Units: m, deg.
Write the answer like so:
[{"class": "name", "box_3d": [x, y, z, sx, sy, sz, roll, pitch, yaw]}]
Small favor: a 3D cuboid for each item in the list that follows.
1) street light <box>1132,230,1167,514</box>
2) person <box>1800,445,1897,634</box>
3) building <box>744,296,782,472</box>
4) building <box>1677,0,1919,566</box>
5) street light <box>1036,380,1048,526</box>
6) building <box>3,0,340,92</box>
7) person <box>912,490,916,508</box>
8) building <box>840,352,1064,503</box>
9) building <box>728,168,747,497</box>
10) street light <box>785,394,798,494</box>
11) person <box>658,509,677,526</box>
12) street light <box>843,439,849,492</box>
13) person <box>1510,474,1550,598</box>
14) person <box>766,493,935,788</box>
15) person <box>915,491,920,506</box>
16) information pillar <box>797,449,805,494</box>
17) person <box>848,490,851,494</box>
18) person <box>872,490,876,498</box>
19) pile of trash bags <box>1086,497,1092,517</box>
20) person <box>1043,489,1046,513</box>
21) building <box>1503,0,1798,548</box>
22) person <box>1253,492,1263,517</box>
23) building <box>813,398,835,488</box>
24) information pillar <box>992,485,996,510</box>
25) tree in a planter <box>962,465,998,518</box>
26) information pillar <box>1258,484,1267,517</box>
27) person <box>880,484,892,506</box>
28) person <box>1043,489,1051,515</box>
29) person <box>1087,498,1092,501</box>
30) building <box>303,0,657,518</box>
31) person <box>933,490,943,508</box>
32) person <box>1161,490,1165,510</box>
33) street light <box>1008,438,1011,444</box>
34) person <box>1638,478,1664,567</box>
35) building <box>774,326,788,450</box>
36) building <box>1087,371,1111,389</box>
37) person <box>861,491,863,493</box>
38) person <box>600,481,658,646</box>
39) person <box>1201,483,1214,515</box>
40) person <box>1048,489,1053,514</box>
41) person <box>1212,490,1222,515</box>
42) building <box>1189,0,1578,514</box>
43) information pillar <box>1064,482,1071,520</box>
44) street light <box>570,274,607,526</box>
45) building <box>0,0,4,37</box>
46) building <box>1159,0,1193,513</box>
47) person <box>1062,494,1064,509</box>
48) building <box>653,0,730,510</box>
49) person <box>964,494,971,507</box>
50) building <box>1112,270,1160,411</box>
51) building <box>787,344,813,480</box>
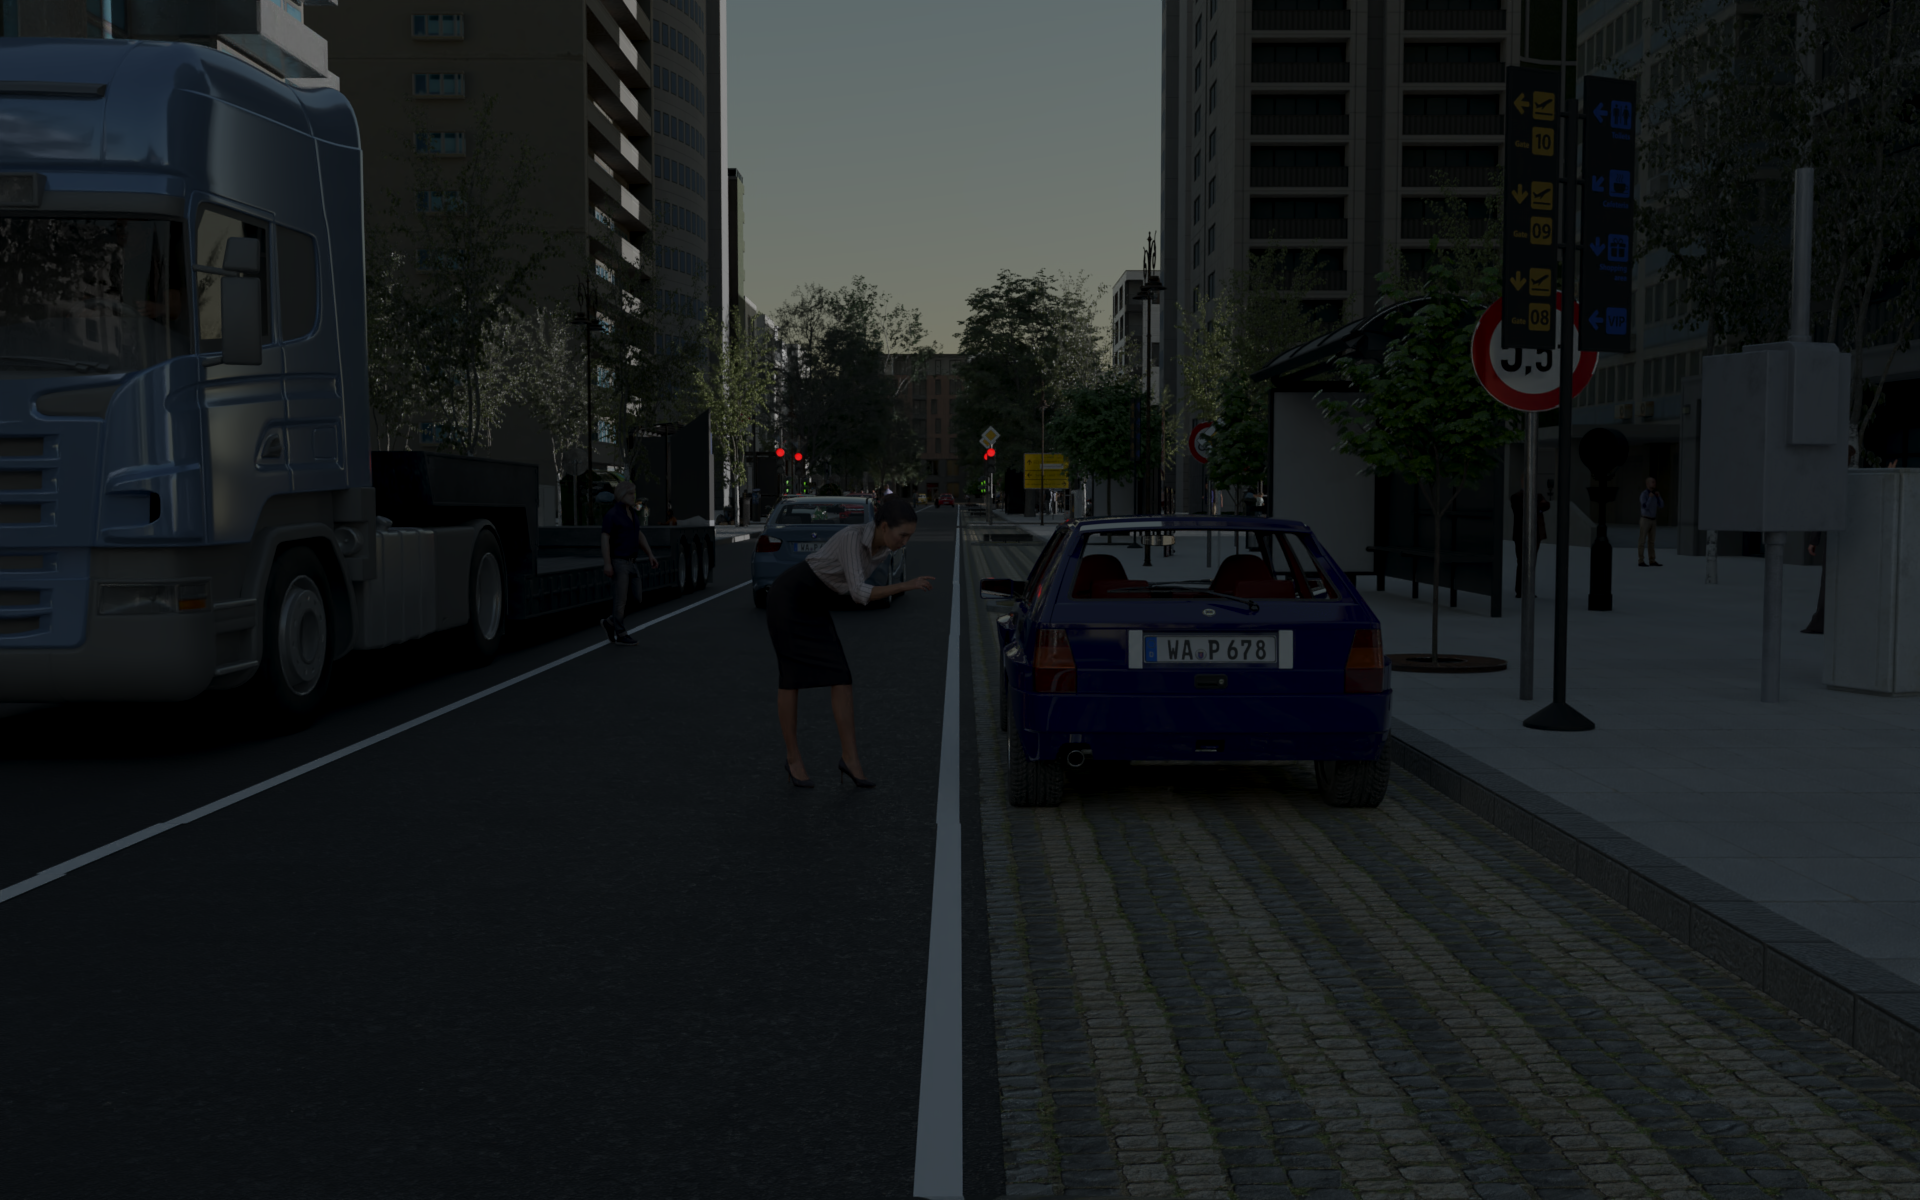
[{"class": "street light", "box_3d": [3.337, -3.539, 30.654, 0.468, 5.910, 1.993, 0, 3, 0]}, {"class": "person", "box_3d": [8.157, -0.552, 15.869, 0.742, 1.727, 0.445, -1, 4, -19]}, {"class": "building", "box_3d": [-27.476, -18.584, 170.300, 16.747, 18.905, 31.486, 0, 3, 0]}, {"class": "building", "box_3d": [25.323, -35.830, 24.074, 20.563, 71.187, 20.611, 0, 3, 0]}, {"class": "street light", "box_3d": [3.344, -5.963, 70.277, 0.468, 5.910, 1.993, 0, 3, 0]}, {"class": "building", "box_3d": [-34.608, -26.184, 47.711, 30.456, 49.044, 23.786, 0, 3, 0]}, {"class": "person", "box_3d": [-4.746, -10.421, 178.971, 0.705, 1.814, 1.350, -1, 4, -14]}, {"class": "building", "box_3d": [-1.236, -25.600, 262.538, 32.646, 21.610, 27.936, 0, 3, 0]}, {"class": "building", "box_3d": [-26.086, -22.961, 147.107, 14.160, 30.474, 14.107, 0, 3, 0]}, {"class": "street light", "box_3d": [-7.740, -6.552, 79.918, 0.468, 5.910, 1.993, 0, 3, 0]}, {"class": "person", "box_3d": [-8.520, -2.221, 50.647, 0.655, 0.850, 0.859, -2, 4, -27]}, {"class": "street light", "box_3d": [-7.838, -8.955, 119.204, 0.468, 5.910, 1.993, 0, 3, 0]}, {"class": "person", "box_3d": [7.061, -0.803, 21.437, 0.482, 1.546, 0.388, -1, 4, -12]}, {"class": "person", "box_3d": [-0.542, 0.201, 8.410, 0.799, 1.438, 0.628, 0, 4, -6]}, {"class": "person", "box_3d": [-5.042, -11.889, 203.407, 0.617, 1.759, 0.750, 1, 4, 12]}, {"class": "information pillar", "box_3d": [-8.185, -5.987, 89.237, 0.183, 3.616, 0.504, 3, 5, 40]}, {"class": "person", "box_3d": [-10.686, -9.885, 168.384, 0.721, 1.735, 1.217, -2, 4, -35]}, {"class": "person", "box_3d": [-10.693, -12.694, 214.113, 0.617, 1.759, 0.750, 0, 4, 1]}, {"class": "pile of trash bags", "box_3d": [5.511, -3.159, 61.399, 1.912, 1.369, 3.447, -1, 4, -15]}, {"class": "person", "box_3d": [5.822, -6.826, 117.787, 0.789, 1.805, 0.875, 0, 4, 7]}, {"class": "building", "box_3d": [31.241, -21.737, 47.282, 32.217, 40.220, 23.993, 0, 3, 0]}, {"class": "person", "box_3d": [11.322, -3.420, 65.873, 0.340, 1.345, 0.435, 3, 5, 43]}, {"class": "building", "box_3d": [-33.300, -23.899, 257.212, 31.486, 18.905, 16.747, 0, 3, 0]}, {"class": "information pillar", "box_3d": [2.758, -8.301, 140.213, 0.304, 2.012, 0.304, 1, 4, 15]}, {"class": "tree in a planter", "box_3d": [1.273, -6.588, 104.940, 1.991, 3.239, 1.994, 0, 3, 0]}, {"class": "information pillar", "box_3d": [12.172, -3.986, 69.657, 0.304, 2.012, 0.304, -1, 4, -19]}, {"class": "person", "box_3d": [-3.118, -3.895, 72.051, 0.599, 1.838, 0.709, 2, 4, 30]}, {"class": "person", "box_3d": [5.263, -6.044, 104.983, 0.598, 1.807, 0.434, -2, 4, -35]}, {"class": "person", "box_3d": [4.964, -3.388, 63.804, 0.453, 1.535, 0.546, 1, 4, 21]}, {"class": "building", "box_3d": [-30.241, -29.161, 100.484, 21.300, 48.544, 21.600, 0, 3, 0]}, {"class": "person", "box_3d": [-2.285, -10.114, 173.881, 1.348, 1.823, 0.705, -3, 5, -43]}, {"class": "person", "box_3d": [10.062, -4.799, 85.964, 0.566, 1.644, 0.517, 0, 4, -5]}, {"class": "street light", "box_3d": [3.265, -8.690, 114.863, 0.468, 5.910, 1.993, 0, 3, 0]}, {"class": "person", "box_3d": [12.229, -1.380, 30.666, 0.516, 1.574, 0.319, -2, 4, -26]}, {"class": "building", "box_3d": [-27.075, -20.549, 192.387, 16.016, 20.091, 11.380, 0, 3, 0]}, {"class": "building", "box_3d": [30.832, -23.934, 257.785, 31.486, 18.905, 16.747, 0, 3, 0]}, {"class": "person", "box_3d": [-12.268, -12.855, 217.154, 0.436, 1.711, 0.756, -1, 4, -11]}, {"class": "person", "box_3d": [-3.191, -0.353, 16.486, 0.569, 1.553, 0.471, -2, 4, -31]}, {"class": "person", "box_3d": [9.662, -3.717, 67.519, 0.504, 1.737, 0.576, 0, 4, 2]}, {"class": "person", "box_3d": [5.635, -6.272, 109.312, 0.376, 1.734, 0.841, 2, 4, 32]}, {"class": "person", "box_3d": [10.611, -4.012, 71.772, 0.598, 1.807, 0.434, -1, 4, -12]}, {"class": "building", "box_3d": [24.761, -40.359, 98.127, 20.611, 71.187, 20.563, 0, 3, 0]}, {"class": "information pillar", "box_3d": [5.367, -5.008, 86.372, 0.304, 2.012, 0.304, 1, 4, 8]}, {"class": "street light", "box_3d": [-7.835, -3.905, 36.631, 0.468, 5.910, 1.993, 0, 3, 0]}, {"class": "building", "box_3d": [-25.516, -15.575, 26.356, 14.160, 30.474, 14.107, 0, 3, 0]}, {"class": "building", "box_3d": [25.898, -36.081, 131.926, 21.231, 58.520, 28.212, 0, 3, 0]}, {"class": "person", "box_3d": [9.177, -8.772, 153.370, 0.435, 1.345, 0.340, -2, 4, -28]}, {"class": "building", "box_3d": [-29.173, -35.665, 125.129, 21.231, 58.520, 28.212, 0, 3, 0]}, {"class": "person", "box_3d": [0.790, -10.992, 191.406, 0.628, 1.438, 0.799, 3, 5, 42]}, {"class": "building", "box_3d": [29.028, -20.210, 174.404, 27.936, 21.610, 32.646, 0, 3, 0]}, {"class": "building", "box_3d": [-34.760, -21.141, 212.116, 31.486, 18.905, 16.747, 0, 3, 0]}]
